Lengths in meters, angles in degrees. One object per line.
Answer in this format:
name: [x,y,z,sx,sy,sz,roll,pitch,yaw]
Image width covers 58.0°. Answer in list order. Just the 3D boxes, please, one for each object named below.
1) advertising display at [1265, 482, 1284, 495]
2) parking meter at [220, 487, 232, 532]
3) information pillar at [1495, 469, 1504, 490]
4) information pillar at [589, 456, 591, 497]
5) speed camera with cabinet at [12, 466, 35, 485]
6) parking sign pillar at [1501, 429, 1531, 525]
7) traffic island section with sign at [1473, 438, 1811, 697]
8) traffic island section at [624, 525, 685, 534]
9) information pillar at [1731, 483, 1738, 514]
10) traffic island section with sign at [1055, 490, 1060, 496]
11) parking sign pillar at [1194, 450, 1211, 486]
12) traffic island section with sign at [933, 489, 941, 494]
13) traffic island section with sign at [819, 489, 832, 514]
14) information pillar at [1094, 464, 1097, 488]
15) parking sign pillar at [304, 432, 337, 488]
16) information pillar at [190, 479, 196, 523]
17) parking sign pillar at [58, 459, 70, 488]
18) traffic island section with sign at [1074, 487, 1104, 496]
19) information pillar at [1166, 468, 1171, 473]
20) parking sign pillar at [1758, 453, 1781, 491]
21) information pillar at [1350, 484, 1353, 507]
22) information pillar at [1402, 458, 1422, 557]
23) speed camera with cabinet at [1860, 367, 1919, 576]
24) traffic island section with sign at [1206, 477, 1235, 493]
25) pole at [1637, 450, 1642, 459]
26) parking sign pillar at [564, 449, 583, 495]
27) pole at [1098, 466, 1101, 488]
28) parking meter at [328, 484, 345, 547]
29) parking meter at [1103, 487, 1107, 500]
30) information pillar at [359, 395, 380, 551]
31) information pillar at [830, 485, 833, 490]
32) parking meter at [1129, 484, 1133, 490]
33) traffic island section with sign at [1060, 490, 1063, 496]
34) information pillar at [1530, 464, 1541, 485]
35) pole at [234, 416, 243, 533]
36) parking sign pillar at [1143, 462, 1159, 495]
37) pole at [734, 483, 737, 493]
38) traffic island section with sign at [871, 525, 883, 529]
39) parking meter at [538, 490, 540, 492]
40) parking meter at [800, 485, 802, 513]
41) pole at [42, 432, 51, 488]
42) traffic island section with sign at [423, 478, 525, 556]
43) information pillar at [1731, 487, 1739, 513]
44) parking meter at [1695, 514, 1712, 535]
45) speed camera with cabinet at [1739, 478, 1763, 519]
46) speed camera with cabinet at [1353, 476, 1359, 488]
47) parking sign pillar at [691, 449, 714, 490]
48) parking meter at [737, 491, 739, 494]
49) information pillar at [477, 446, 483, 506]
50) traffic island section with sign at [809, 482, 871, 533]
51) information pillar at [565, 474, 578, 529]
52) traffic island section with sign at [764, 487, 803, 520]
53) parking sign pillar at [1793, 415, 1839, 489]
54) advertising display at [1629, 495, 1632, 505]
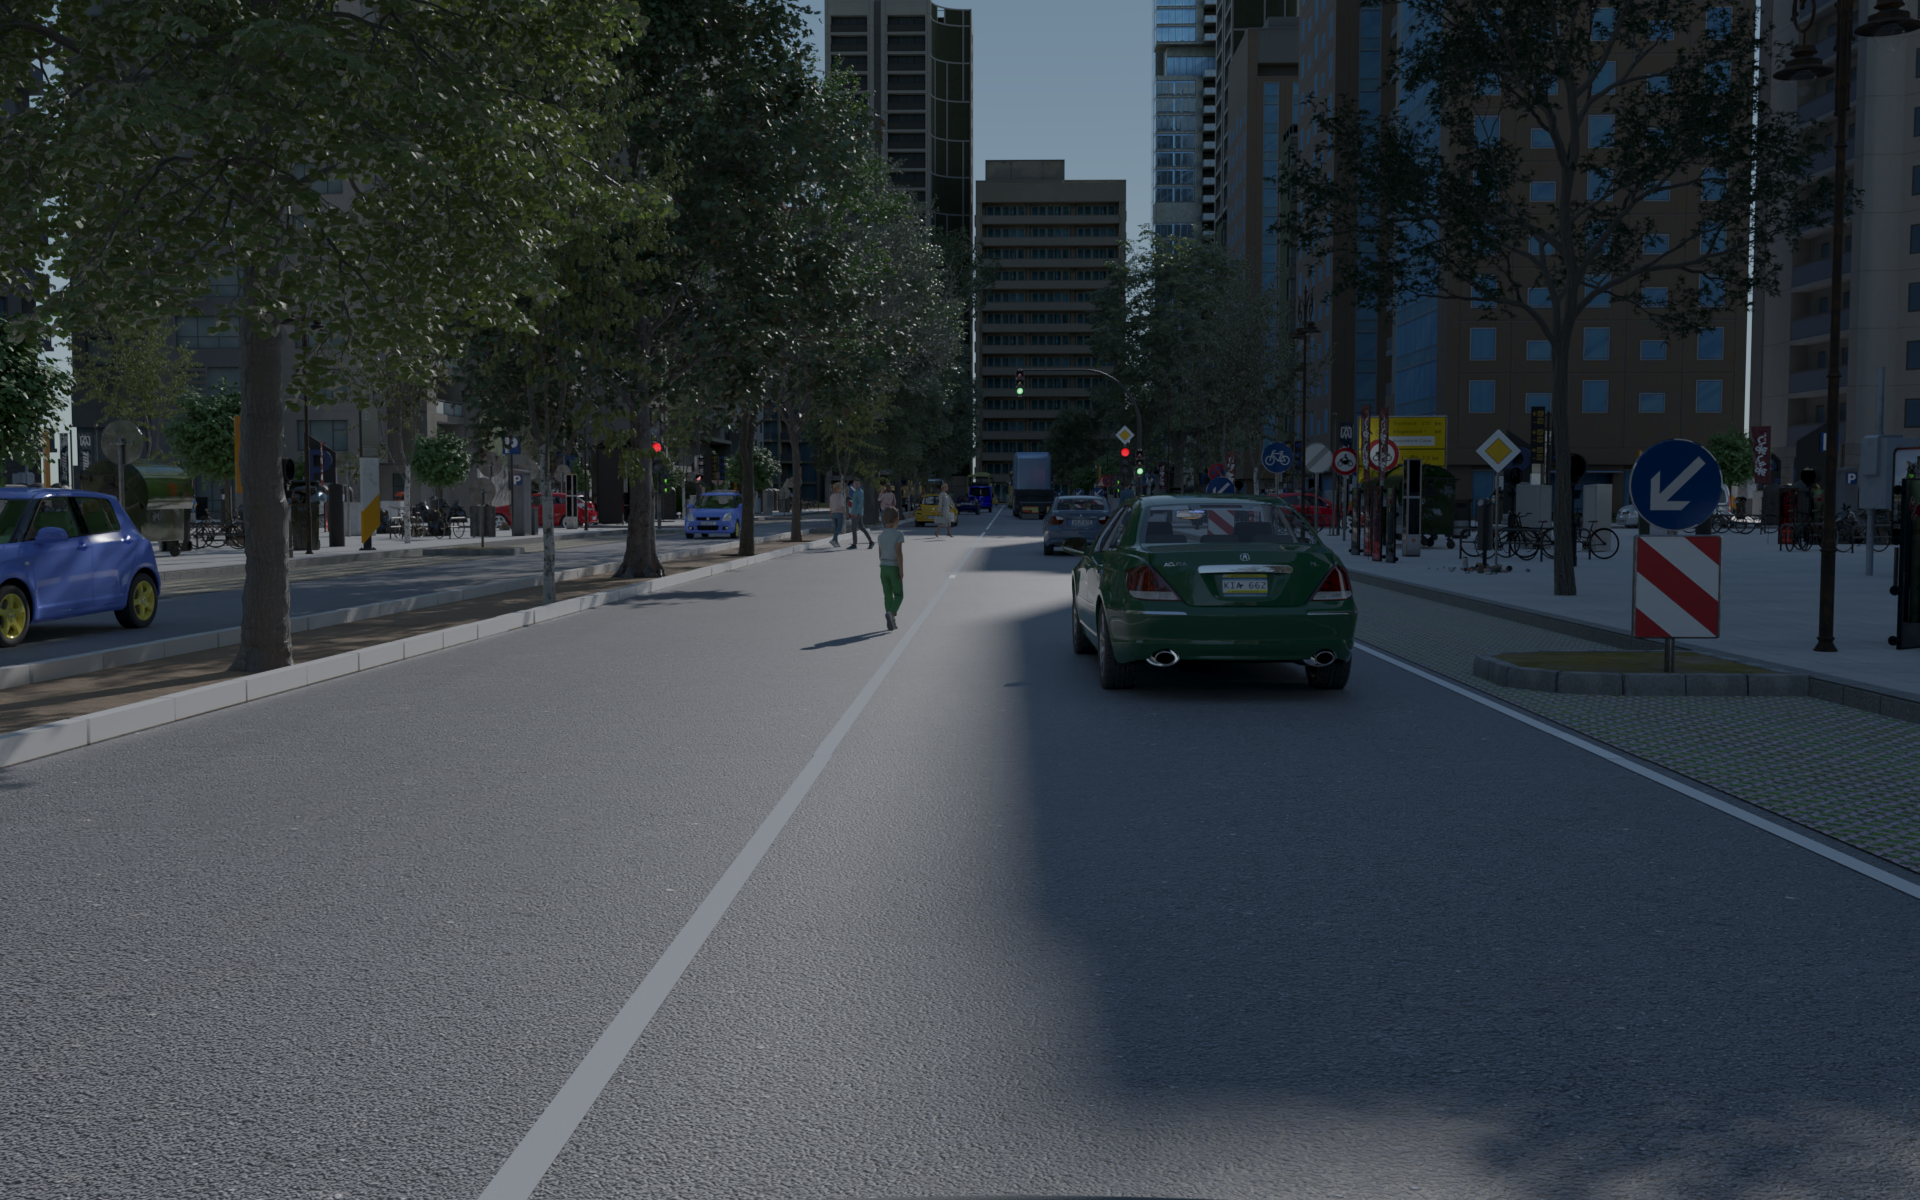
advertising display: [16.447,-5.230,90.732,0.974,1.923,0.123,1,4,12]
parking meter: [-24.791,-3.063,58.490,0.372,1.533,0.369,0,3,0]
information pillar: [24.853,-5.403,79.694,0.183,3.616,0.504,-3,5,-42]
information pillar: [-22.513,-6.979,105.460,0.183,3.616,0.504,0,4,-4]
speed camera with cabinet: [-39.629,-4.886,74.218,0.660,3.252,2.038,1,4,11]
parking sign pillar: [23.127,-5.074,71.439,1.447,3.967,1.447,3,4,36]
traffic island section with sign: [5.025,-0.276,13.141,1.989,1.847,2.006,0,4,2]
traffic island section: [-11.059,-2.528,63.615,2.009,0.180,2.903,0,4,2]
information pillar: [49.650,-7.322,111.076,0.504,3.616,0.183,0,4,-4]
traffic island section with sign: [10.668,-11.707,200.036,1.989,1.847,2.006,0,4,2]
parking sign pillar: [13.696,-6.619,96.700,1.447,3.967,1.447,-2,4,-35]
traffic island section with sign: [-1.961,-8.442,146.158,2.006,1.907,1.989,0,4,2]
traffic island section with sign: [-8.920,-7.009,123.223,1.989,1.847,2.006,0,4,2]
information pillar: [10.761,-8.905,136.953,0.183,3.616,0.504,2,4,29]
parking sign pillar: [-27.803,-5.312,75.316,1.447,3.967,1.447,-1,4,-15]
information pillar: [-33.811,-4.381,76.122,0.304,2.012,0.304,0,4,-7]
parking sign pillar: [-68.385,-8.790,132.191,1.447,3.967,1.447,-1,4,-12]
traffic island section with sign: [7.546,-5.380,96.594,1.989,1.847,2.006,0,4,2]
information pillar: [15.201,-8.305,127.144,0.504,3.616,0.183,-1,4,-14]
parking sign pillar: [44.288,-6.502,94.775,1.447,3.967,1.447,-1,4,-14]
information pillar: [20.395,-6.011,89.640,0.504,3.616,0.183,-1,4,-17]
information pillar: [9.250,-1.894,35.455,0.304,2.012,0.304,0,4,-4]
speed camera with cabinet: [14.562,-1.958,26.347,0.660,3.252,2.038,0,4,-5]
traffic island section with sign: [5.838,-1.924,40.084,1.989,1.847,2.006,0,4,2]
pole: [31.660,-5.318,80.798,0.158,3.312,0.155,0,3,0]
parking sign pillar: [-19.081,-5.937,85.544,1.447,3.967,1.447,-2,4,-35]
pole: [10.089,-8.047,125.405,0.158,3.312,0.155,0,3,0]
parking meter: [-15.186,-2.066,42.190,0.372,1.533,0.369,0,3,0]
parking meter: [10.276,-7.188,123.235,0.399,1.863,0.255,-2,4,-27]
information pillar: [-13.479,-2.944,39.494,0.183,3.616,0.504,2,4,30]
information pillar: [-10.548,-8.449,142.627,0.304,2.012,0.304,-2,4,-28]
parking meter: [9.813,-5.783,100.271,0.399,1.863,0.255,3,5,39]
traffic island section with sign: [8.374,-7.063,124.100,1.989,1.847,2.006,0,4,2]
information pillar: [23.288,-4.819,70.145,0.504,3.616,0.183,-2,4,-26]
pole: [-18.893,-3.152,45.381,0.158,3.312,0.155,0,3,0]
parking sign pillar: [14.970,-9.001,135.632,1.447,3.967,1.447,3,5,44]
pole: [-14.936,-7.433,115.378,0.158,3.312,0.155,0,3,0]
traffic island section with sign: [-4.221,-3.848,71.054,2.006,1.907,1.989,0,4,2]
parking meter: [-23.568,-5.389,96.519,0.372,1.533,0.369,0,3,0]
parking meter: [-10.944,-6.832,117.410,0.399,1.863,0.255,0,4,6]
pole: [-29.934,-3.851,56.803,0.158,3.312,0.155,0,3,0]
traffic island section with sign: [-11.413,-1.977,40.946,1.989,1.847,2.006,0,4,2]
information pillar: [50.545,-6.633,112.942,0.304,2.012,0.304,-1,4,-11]
parking meter: [18.629,-2.139,43.378,0.372,1.533,0.369,0,3,0]
speed camera with cabinet: [41.427,-5.854,90.056,0.660,3.252,2.038,-1,4,-14]
speed camera with cabinet: [19.361,-5.295,80.902,0.660,3.252,2.038,-3,5,-41]
parking sign pillar: [-15.438,-7.063,103.945,1.447,3.967,1.447,1,4,16]
parking meter: [-17.757,-7.896,137.515,0.372,1.533,0.369,0,3,0]
information pillar: [-15.555,-3.961,56.120,0.183,3.616,0.504,0,4,-5]
traffic island section with sign: [-4.454,-3.395,63.650,2.006,1.907,1.989,0,4,2]
information pillar: [-14.164,-3.589,63.170,0.304,2.012,0.304,2,4,23]
traffic island section with sign: [-9.750,-5.355,96.179,1.989,1.847,2.006,0,4,2]
parking sign pillar: [29.241,-4.327,59.217,1.447,3.967,1.447,1,4,13]
advertising display: [27.912,-4.019,70.929,0.974,1.923,0.123,0,4,6]
